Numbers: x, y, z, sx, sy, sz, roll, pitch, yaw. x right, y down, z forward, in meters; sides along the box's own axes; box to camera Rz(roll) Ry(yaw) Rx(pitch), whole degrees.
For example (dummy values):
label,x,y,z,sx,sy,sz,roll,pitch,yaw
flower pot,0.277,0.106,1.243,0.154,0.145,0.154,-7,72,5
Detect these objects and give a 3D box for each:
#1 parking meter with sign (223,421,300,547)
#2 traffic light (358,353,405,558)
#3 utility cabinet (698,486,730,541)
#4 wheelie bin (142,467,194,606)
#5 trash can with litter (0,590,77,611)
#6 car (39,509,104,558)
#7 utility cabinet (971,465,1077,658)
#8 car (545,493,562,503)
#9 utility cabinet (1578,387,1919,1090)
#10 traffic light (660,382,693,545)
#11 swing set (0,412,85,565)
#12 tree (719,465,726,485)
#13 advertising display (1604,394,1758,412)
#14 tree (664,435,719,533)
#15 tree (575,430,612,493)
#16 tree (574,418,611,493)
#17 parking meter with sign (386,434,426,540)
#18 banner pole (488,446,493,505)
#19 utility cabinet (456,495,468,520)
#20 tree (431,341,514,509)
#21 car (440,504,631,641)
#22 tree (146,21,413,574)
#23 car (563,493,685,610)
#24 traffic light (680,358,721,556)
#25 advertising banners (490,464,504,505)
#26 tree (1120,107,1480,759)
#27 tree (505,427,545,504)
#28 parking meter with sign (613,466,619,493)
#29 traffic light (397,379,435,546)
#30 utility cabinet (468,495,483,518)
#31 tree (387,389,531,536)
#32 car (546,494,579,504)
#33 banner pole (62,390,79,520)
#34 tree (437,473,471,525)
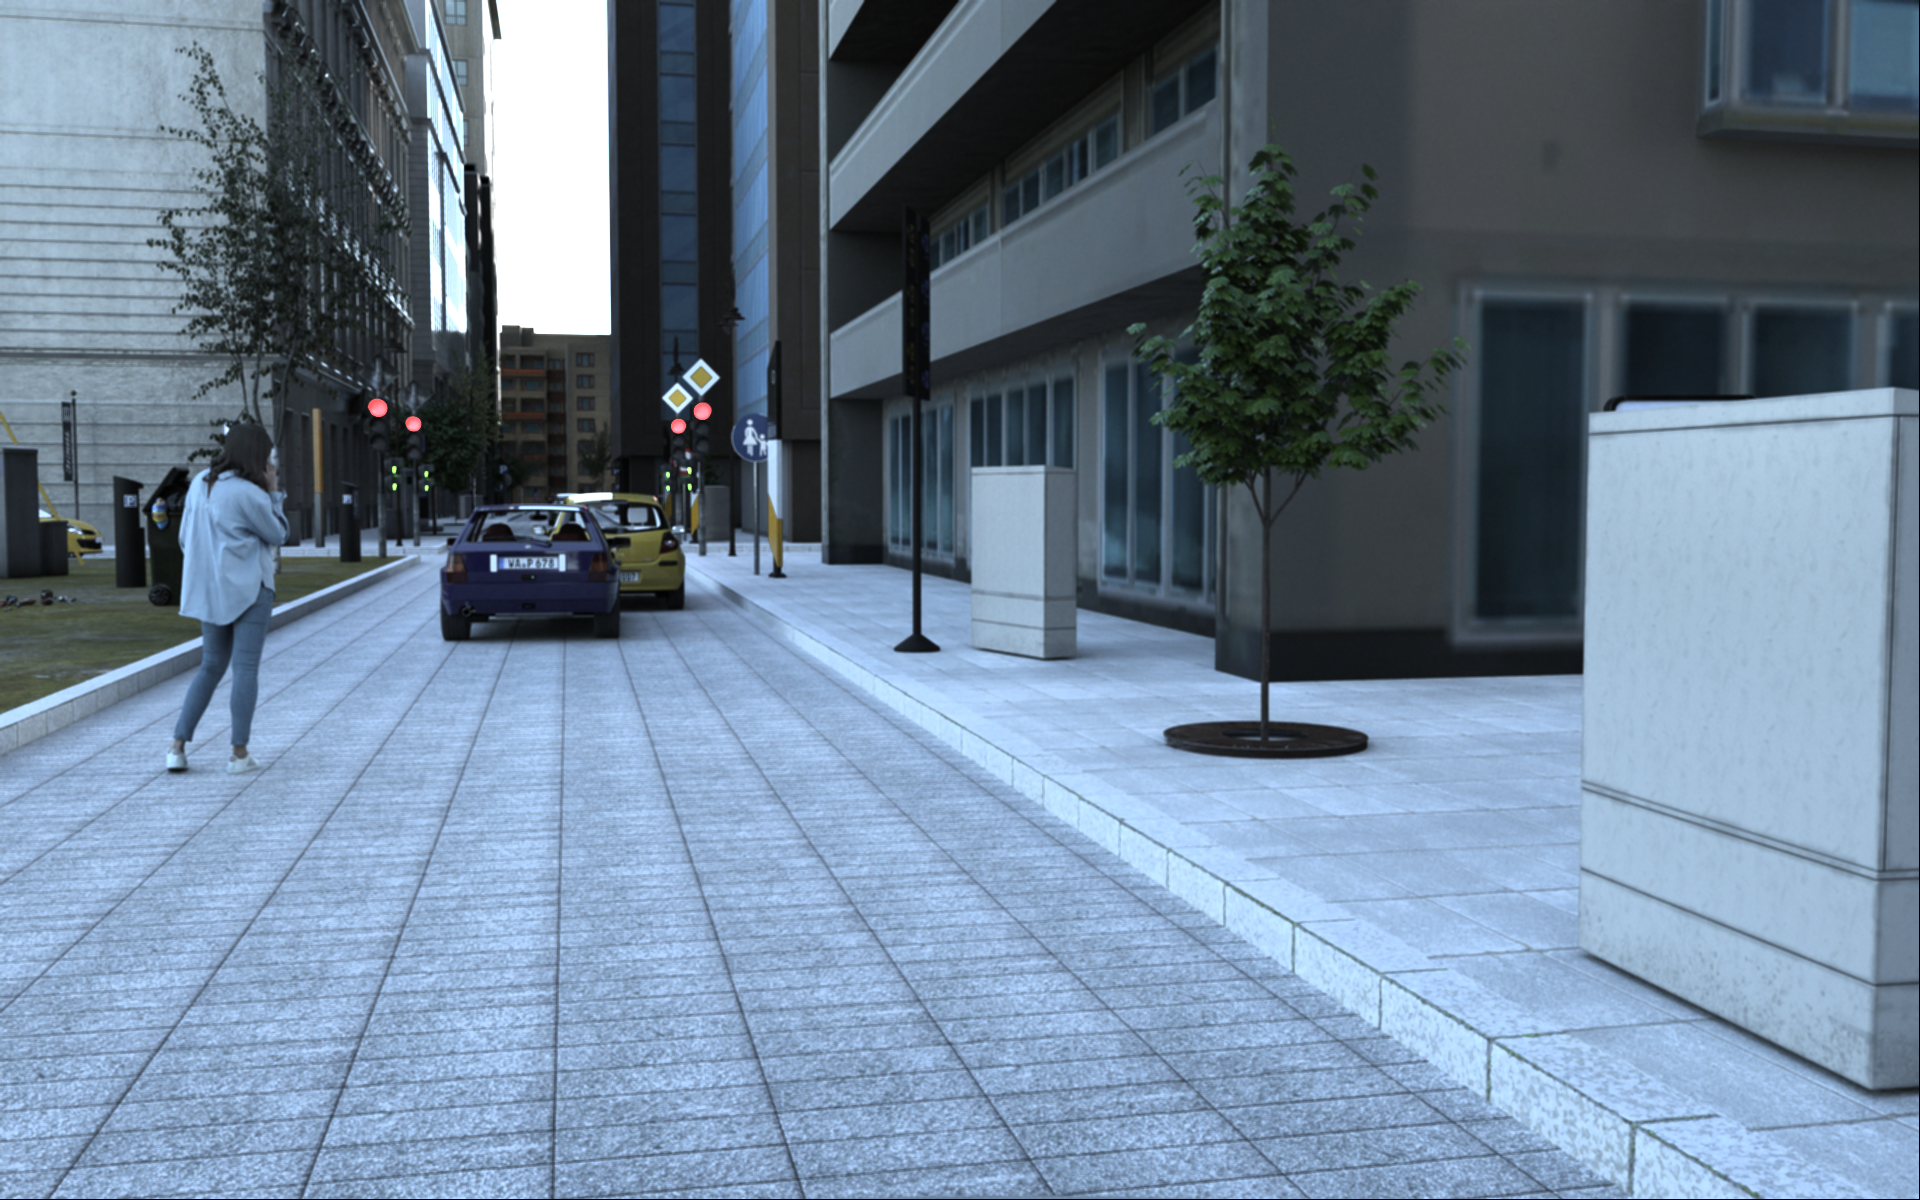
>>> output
label,x,y,z,sx,sy,sz,roll,pitch,yaw
parking meter with sign,-16.851,-2.791,41.891,0.543,3.016,1.738,2,4,32
traffic light,-11.528,-2.789,34.526,0.839,4.253,0.868,-1,4,-13
utility cabinet,-6.657,-2.319,46.600,0.318,1.500,1.173,2,4,30
wheelie bin,-9.058,-0.750,20.171,0.693,1.594,0.980,-1,4,-10
trash can with litter,-10.972,-0.541,19.897,1.678,1.210,2.233,1,4,17
car,-20.295,-1.610,36.549,3.980,1.641,2.015,-1,4,-11
utility cabinet,0.507,-0.316,13.838,0.318,1.500,1.173,-2,4,-28
car,-34.233,-8.472,147.555,2.155,1.783,4.494,-1,4,-14
utility cabinet,1.976,0.273,4.223,0.318,1.500,1.173,-1,4,-10
traffic light,-7.134,-3.351,43.717,0.839,4.253,0.868,-1,4,-13
swing set,-17.837,-2.073,31.517,2.862,2.851,3.119,-3,4,-37
tree,-8.876,-3.975,59.592,1.663,3.219,1.824,0,3,0
advertising display,4.706,-0.374,11.335,0.974,1.923,0.123,0,4,3
tree,-8.974,-3.825,57.137,1.663,3.219,1.824,0,3,0
tree,-40.345,-14.837,192.954,4.360,8.622,3.978,0,3,0
tree,-34.742,-13.240,166.831,4.737,8.622,4.395,0,3,0
parking meter with sign,-15.901,-3.254,49.468,0.543,3.016,1.738,1,4,11
banner pole,-24.710,-6.188,91.187,0.401,3.779,0.863,-2,4,-30
utility cabinet,-25.195,-4.662,87.386,0.306,1.237,1.020,-2,4,-26
tree,-23.564,-8.151,83.626,4.737,8.622,4.395,0,3,0
car,-4.486,-0.356,18.403,1.945,1.354,3.894,-1,4,-11
tree,-10.980,-4.734,27.770,4.360,8.622,3.978,0,3,0
car,-4.577,-0.763,22.699,2.015,1.641,3.980,-1,4,-13
traffic light,-5.375,-2.875,35.927,0.839,4.253,0.868,-1,4,-13
advertising banners,-26.814,-6.361,100.183,0.090,3.025,2.074,0,4,6
tree,1.462,-0.863,8.714,1.663,3.219,1.824,0,3,0
tree,-48.067,-14.713,190.912,4.360,8.622,3.978,0,3,0
parking meter with sign,-21.302,-6.816,107.709,0.543,3.016,1.738,-1,4,-12
traffic light,-13.287,-3.266,42.316,0.839,4.253,0.868,-1,4,-13
utility cabinet,-25.726,-4.916,91.531,1.020,1.237,0.306,1,4,12
tree,-16.425,-4.306,54.115,4.285,4.588,4.351,0,3,0
car,-18.018,-4.167,79.925,2.131,1.459,4.920,-1,4,-11
banner pole,-21.383,-3.159,41.674,0.401,3.779,0.863,0,4,-3
tree,-20.945,-4.697,71.397,1.663,3.219,1.824,0,3,0
